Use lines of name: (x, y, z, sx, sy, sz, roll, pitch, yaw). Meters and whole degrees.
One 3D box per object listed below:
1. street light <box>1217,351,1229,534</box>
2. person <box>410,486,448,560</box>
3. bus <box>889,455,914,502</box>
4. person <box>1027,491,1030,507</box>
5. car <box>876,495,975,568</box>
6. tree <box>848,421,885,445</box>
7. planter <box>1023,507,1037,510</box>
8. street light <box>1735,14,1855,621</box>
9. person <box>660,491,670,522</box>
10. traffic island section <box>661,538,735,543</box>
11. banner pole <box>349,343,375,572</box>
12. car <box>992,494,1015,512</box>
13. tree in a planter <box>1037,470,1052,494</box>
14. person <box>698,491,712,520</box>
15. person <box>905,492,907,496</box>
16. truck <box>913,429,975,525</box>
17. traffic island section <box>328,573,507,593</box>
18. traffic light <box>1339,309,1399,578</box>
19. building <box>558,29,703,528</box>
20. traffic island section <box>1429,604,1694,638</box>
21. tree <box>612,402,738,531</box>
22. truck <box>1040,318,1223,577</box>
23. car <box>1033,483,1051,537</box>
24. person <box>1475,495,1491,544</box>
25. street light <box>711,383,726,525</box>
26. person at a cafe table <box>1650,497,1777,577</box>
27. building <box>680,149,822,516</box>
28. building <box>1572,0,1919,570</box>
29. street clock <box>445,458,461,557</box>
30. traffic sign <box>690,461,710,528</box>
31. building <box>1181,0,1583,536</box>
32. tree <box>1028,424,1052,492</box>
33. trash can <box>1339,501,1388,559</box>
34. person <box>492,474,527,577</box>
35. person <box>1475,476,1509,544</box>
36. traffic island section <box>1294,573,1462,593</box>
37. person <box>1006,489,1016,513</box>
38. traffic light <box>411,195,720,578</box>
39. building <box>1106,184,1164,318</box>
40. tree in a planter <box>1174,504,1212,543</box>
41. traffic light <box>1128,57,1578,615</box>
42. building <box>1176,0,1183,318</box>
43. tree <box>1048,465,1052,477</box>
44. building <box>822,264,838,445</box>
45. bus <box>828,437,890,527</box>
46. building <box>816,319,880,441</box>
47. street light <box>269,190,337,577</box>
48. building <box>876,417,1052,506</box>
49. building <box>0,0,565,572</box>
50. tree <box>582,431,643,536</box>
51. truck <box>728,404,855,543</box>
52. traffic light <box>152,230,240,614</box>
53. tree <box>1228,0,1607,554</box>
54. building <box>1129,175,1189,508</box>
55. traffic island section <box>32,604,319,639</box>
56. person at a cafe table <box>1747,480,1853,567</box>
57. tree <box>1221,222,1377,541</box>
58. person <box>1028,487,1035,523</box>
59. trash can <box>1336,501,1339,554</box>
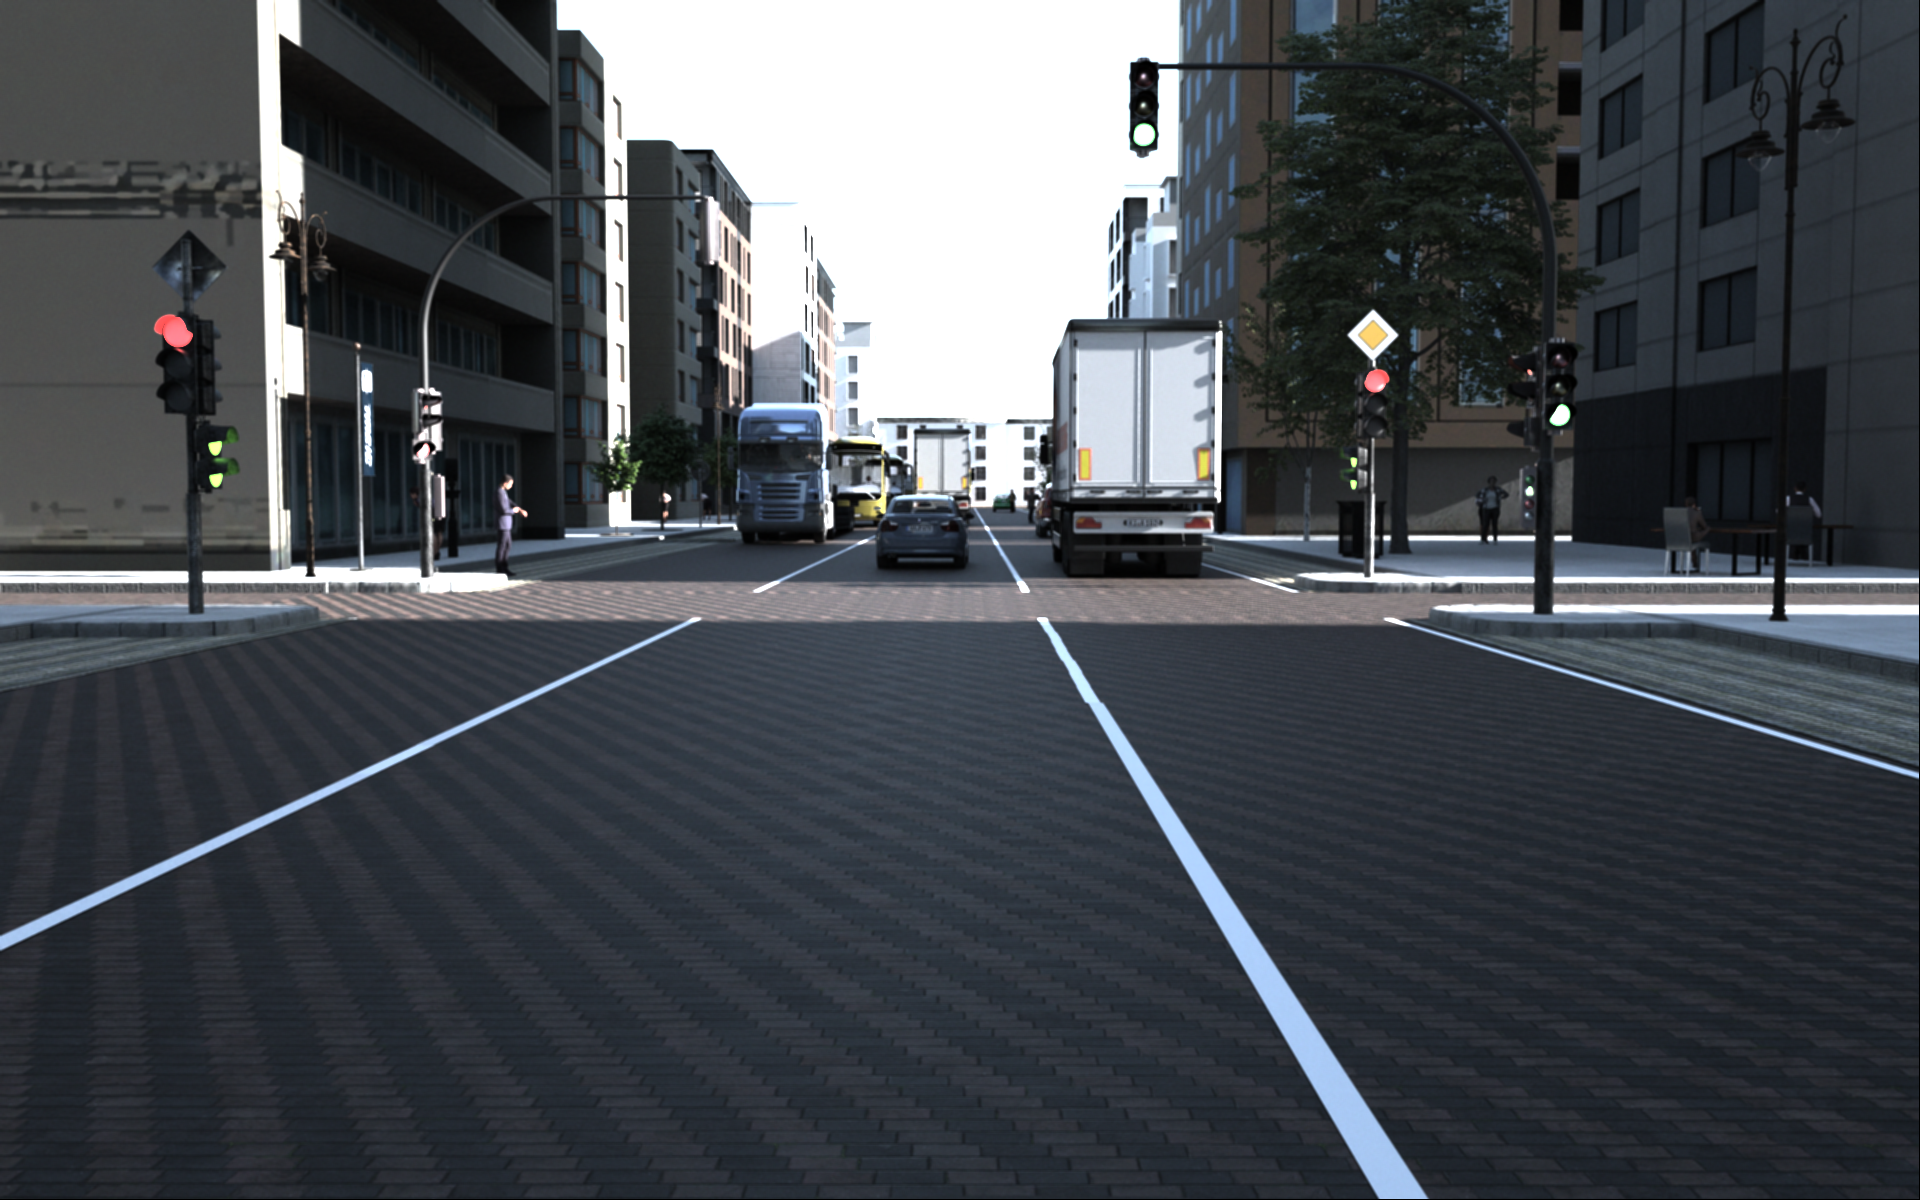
street light: (8.352, -5.056, 55.459, 0.468, 5.910, 1.993, 0, 4, 0)
person: (-10.269, -1.480, 33.479, 0.697, 1.427, 0.421, 0, 4, -4)
bus: (-4.597, -7.442, 113.231, 2.896, 3.916, 12.252, 0, 4, 1)
person: (6.899, -10.253, 176.938, 0.445, 1.727, 0.742, -2, 4, -34)
car: (-0.718, -1.400, 34.886, 2.014, 1.417, 4.499, 0, 4, 1)
tree: (-9.458, -13.434, 170.003, 4.360, 8.622, 3.978, 0, 3, 0)
planter: (6.730, -8.297, 156.790, 1.991, 0.319, 1.994, 0, 4, 0)
street light: (8.294, -2.727, 17.368, 0.468, 5.910, 1.993, 0, 4, 0)
person: (-13.351, -4.212, 78.096, 0.628, 1.438, 0.799, -2, 4, -34)
traffic island section: (-7.778, -1.770, 51.811, 1.991, 0.108, 1.994, 0, 4, 0)
banner pole: (-9.964, -2.383, 28.987, 0.401, 3.779, 0.863, 0, 4, 4)
car: (3.531, -7.988, 139.406, 1.959, 1.807, 4.718, 0, 4, 1)
tree in a planter: (6.637, -8.061, 129.022, 1.991, 3.239, 1.994, 0, 4, 0)
person: (-12.635, -4.678, 85.714, 0.799, 1.438, 0.628, 0, 4, 5)
person: (-3.193, -5.557, 101.623, 0.482, 1.546, 0.388, -1, 4, -11)
truck: (-0.729, -5.564, 79.879, 2.839, 4.237, 11.283, 0, 4, 0)
traffic island section: (-8.197, -0.264, 26.599, 2.009, 0.180, 2.903, 0, 4, 0)
traffic light: (6.245, -2.294, 26.431, 0.839, 4.253, 0.868, 0, 4, 0)
building: (-27.866, -14.323, 79.223, 27.650, 21.520, 28.899, 0, 4, 0)
traffic island section: (6.257, 0.228, 18.560, 2.009, 0.180, 2.903, 0, 4, 0)
tree: (-10.434, -4.729, 61.030, 4.285, 4.588, 4.351, 0, 3, 0)
truck: (3.058, -2.708, 33.188, 2.839, 4.237, 11.283, 0, 4, 1)
car: (3.621, -3.060, 58.705, 2.281, 1.827, 5.304, 0, 4, 1)
person: (13.661, -2.188, 45.006, 0.628, 1.438, 0.799, -1, 4, -15)
street light: (-10.043, -6.068, 72.008, 0.468, 5.910, 1.993, 0, 4, 0)
person at a cafe table: (11.828, -1.019, 27.529, 1.726, 1.238, 1.698, -3, 4, -37)
building: (-25.054, -16.828, 119.108, 27.936, 21.610, 32.646, 0, 4, 0)
building: (26.539, -36.440, 34.050, 20.611, 71.187, 20.563, 0, 4, 0)
street clock: (-10.296, -1.869, 35.123, 0.358, 2.002, 0.471, -1, 4, -12)
traffic sign: (-9.908, -4.034, 66.057, 0.768, 2.556, 0.104, 0, 4, 3)
building: (15.360, -24.976, 58.473, 14.600, 45.320, 14.200, 0, 4, 0)
tree: (8.836, -13.640, 173.382, 4.360, 8.622, 3.978, 0, 3, 0)
trash can: (8.104, -1.392, 34.412, 0.748, 1.137, 0.748, 0, 3, 0)
person: (-7.780, -1.284, 29.940, 0.568, 1.767, 0.683, -1, 4, -16)
person: (13.541, -2.286, 44.147, 0.841, 1.734, 0.376, 1, 4, 21)
traffic island section: (6.285, -0.261, 26.545, 2.009, 0.180, 2.903, 0, 4, 0)
person: (3.980, -7.619, 133.164, 0.705, 1.812, 1.348, -2, 4, -33)
traffic light: (-6.065, -3.170, 26.492, 4.771, 5.953, 1.251, 0, 4, 0)
building: (24.780, -17.529, 130.574, 27.936, 21.610, 32.646, 0, 4, 0)
tree in a planter: (6.370, -3.315, 51.422, 1.991, 3.239, 1.994, 0, 4, 0)
traffic light: (4.125, -2.669, 18.312, 4.771, 5.953, 1.251, 0, 4, 0)
building: (25.915, -30.444, 87.004, 28.713, 52.752, 27.495, 0, 4, 0)
tree: (8.616, -9.533, 139.576, 4.285, 4.588, 4.351, 0, 3, 0)
building: (-28.490, -19.443, 161.867, 32.646, 21.610, 27.936, 0, 4, 0)
bus: (-4.520, -5.279, 77.855, 2.896, 3.916, 12.252, 0, 4, -1)
building: (-15.025, -20.751, 195.695, 11.380, 20.091, 16.016, 0, 4, 0)
street light: (-10.082, -3.298, 26.715, 0.468, 5.910, 1.993, 0, 4, 0)
building: (4.964, -15.317, 192.574, 28.070, 9.664, 9.099, 0, 4, 0)
building: (-21.991, -25.317, 37.635, 21.300, 48.544, 21.600, 0, 4, 0)
tree: (-10.464, -3.584, 53.192, 1.663, 3.219, 1.824, 0, 3, 0)
truck: (-5.191, -4.141, 57.459, 2.967, 4.110, 18.799, 0, 4, -1)
traffic light: (-8.184, -1.808, 18.479, 0.839, 4.253, 0.868, 0, 4, 0)
tree: (9.535, -7.242, 36.541, 7.486, 12.596, 7.792, 0, 3, 0)
building: (18.779, -15.428, 108.669, 16.016, 20.091, 11.380, 0, 4, 0)
traffic island section: (-8.224, 0.224, 18.614, 2.009, 0.180, 2.903, 0, 4, 0)
person at a cafe table: (15.046, -1.378, 31.046, 1.698, 1.524, 1.622, 2, 4, 24)
tree: (9.295, -5.917, 47.109, 4.737, 8.622, 4.395, 0, 3, 0)
person: (3.659, -4.610, 84.408, 0.750, 1.759, 0.617, 2, 4, 28)
trash can: (8.045, -1.450, 35.363, 0.748, 1.137, 0.748, 0, 3, 0)
